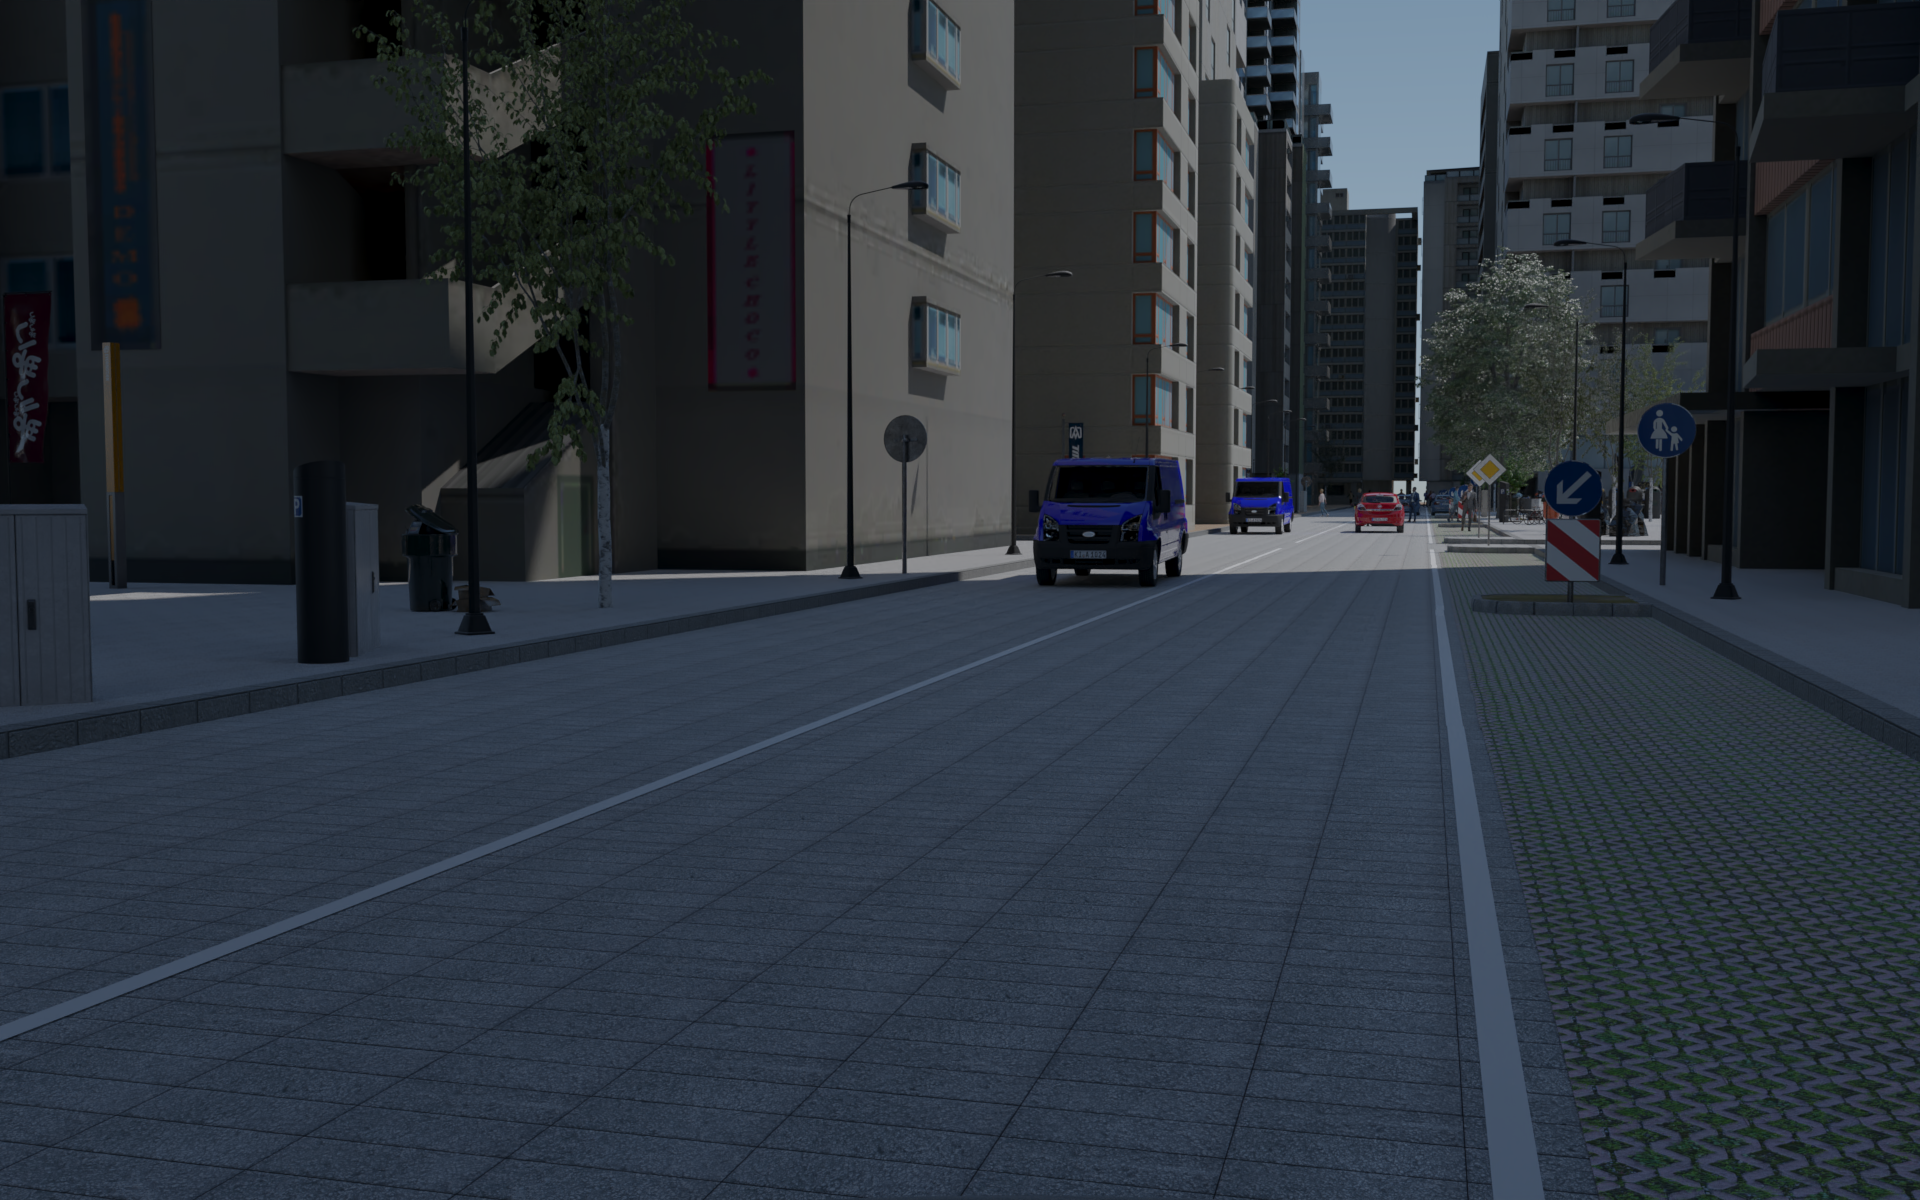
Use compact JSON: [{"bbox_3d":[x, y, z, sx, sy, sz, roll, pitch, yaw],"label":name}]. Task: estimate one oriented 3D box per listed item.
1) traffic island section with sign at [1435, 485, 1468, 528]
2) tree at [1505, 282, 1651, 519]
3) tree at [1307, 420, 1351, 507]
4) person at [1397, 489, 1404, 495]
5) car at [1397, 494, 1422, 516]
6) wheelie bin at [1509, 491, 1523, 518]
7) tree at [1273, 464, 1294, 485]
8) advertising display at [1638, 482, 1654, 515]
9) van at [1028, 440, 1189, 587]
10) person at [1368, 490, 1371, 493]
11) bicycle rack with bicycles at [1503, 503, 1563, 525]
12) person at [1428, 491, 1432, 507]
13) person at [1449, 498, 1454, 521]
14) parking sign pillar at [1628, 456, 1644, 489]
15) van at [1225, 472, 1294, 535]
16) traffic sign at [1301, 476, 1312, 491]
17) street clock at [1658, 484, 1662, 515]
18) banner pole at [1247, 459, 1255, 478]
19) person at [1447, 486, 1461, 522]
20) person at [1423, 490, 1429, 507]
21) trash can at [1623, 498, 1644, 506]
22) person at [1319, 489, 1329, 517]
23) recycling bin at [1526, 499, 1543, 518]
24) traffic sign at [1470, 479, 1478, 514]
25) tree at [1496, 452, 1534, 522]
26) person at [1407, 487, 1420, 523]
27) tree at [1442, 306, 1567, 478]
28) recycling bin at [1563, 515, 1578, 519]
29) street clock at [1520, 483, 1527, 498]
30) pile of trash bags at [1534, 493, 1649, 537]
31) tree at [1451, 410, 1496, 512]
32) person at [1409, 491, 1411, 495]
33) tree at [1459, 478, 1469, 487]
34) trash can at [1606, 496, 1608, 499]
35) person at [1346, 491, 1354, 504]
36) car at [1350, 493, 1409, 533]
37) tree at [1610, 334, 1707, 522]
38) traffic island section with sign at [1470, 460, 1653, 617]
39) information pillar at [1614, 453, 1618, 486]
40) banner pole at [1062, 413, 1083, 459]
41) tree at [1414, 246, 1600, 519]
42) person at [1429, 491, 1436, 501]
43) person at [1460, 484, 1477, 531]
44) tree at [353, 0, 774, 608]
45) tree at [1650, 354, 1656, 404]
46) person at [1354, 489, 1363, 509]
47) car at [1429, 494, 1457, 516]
[{"bbox_3d":[21.582,-4.024,74.418,1.989,1.847,2.006,1,4,15],"label":"traffic island section with sign"},{"bbox_3d":[21.333,-6.779,61.193,4.360,8.622,3.978,0,3,0],"label":"tree"},{"bbox_3d":[36.874,-13.638,173.341,4.360,8.622,3.978,0,3,0],"label":"tree"},{"bbox_3d":[32.920,-7.386,129.218,1.348,1.831,0.705,1,4,19],"label":"person"},{"bbox_3d":[29.973,-6.376,116.254,2.014,1.417,4.499,1,4,16],"label":"car"},{"bbox_3d":[29.976,-5.257,93.864,0.980,1.594,0.693,2,4,27],"label":"wheelie bin"},{"bbox_3d":[20.621,-7.154,111.562,1.663,3.219,1.824,0,3,0],"label":"tree"},{"bbox_3d":[36.548,-5.328,92.334,0.123,1.923,0.974,-2,4,-27],"label":"advertising display"},{"bbox_3d":[2.554,-1.486,28.678,2.240,2.365,5.245,1,4,14],"label":"van"},{"bbox_3d":[38.167,-9.344,161.291,0.705,1.823,1.348,-3,5,-41],"label":"person"},{"bbox_3d":[24.311,-3.628,72.693,2.925,0.926,2.852,-1,4,-15],"label":"bicycle rack with bicycles"},{"bbox_3d":[53.550,-11.528,196.913,1.348,1.831,0.705,-3,5,-40],"label":"person"},{"bbox_3d":[26.506,-4.864,93.037,0.382,1.210,0.505,-2,4,-25],"label":"person"},{"bbox_3d":[46.526,-7.997,119.217,1.447,3.967,1.447,-3,5,-41],"label":"parking sign pillar"},{"bbox_3d":[11.018,-3.601,63.259,2.240,2.365,5.245,1,4,16],"label":"van"},{"bbox_3d":[24.495,-7.493,122.613,0.768,2.556,0.104,1,4,22],"label":"traffic sign"},{"bbox_3d":[43.422,-6.272,107.109,0.471,2.002,0.358,1,4,11],"label":"street clock"},{"bbox_3d":[20.806,-8.203,124.140,0.863,3.779,0.401,1,4,16],"label":"banner pole"},{"bbox_3d":[25.136,-4.865,87.912,0.748,1.841,0.638,2,4,27],"label":"person"},{"bbox_3d":[50.747,-11.012,188.417,0.709,1.838,0.599,-1,4,-19],"label":"person"},{"bbox_3d":[22.653,-2.860,58.410,0.748,1.137,0.748,0,3,0],"label":"trash can"},{"bbox_3d":[22.502,-5.981,106.968,0.598,1.740,0.731,2,4,27],"label":"person"},{"bbox_3d":[30.876,-4.925,93.081,0.722,1.027,0.722,3,4,37],"label":"recycling bin"},{"bbox_3d":[33.594,-6.885,112.679,0.768,2.556,0.104,1,4,19],"label":"traffic sign"},{"bbox_3d":[25.125,-5.175,79.211,1.663,3.219,1.824,0,3,0],"label":"tree"},{"bbox_3d":[22.809,-4.799,87.141,0.419,1.800,0.721,-3,4,-37],"label":"person"},{"bbox_3d":[33.012,-11.429,104.998,7.486,12.596,7.792,0,3,0],"label":"tree"},{"bbox_3d":[23.650,-3.304,66.566,0.722,1.027,0.722,0,4,-1],"label":"recycling bin"},{"bbox_3d":[37.381,-6.753,114.979,0.471,2.002,0.358,3,5,44],"label":"street clock"},{"bbox_3d":[19.546,-2.680,53.576,1.912,1.369,3.447,-3,5,-40],"label":"pile of trash bags"},{"bbox_3d":[38.042,-10.613,123.881,4.737,8.622,4.395,0,3,0],"label":"tree"},{"bbox_3d":[50.609,-11.377,195.228,0.721,1.735,1.217,2,4,34],"label":"person"},{"bbox_3d":[54.872,-11.900,189.168,1.663,3.219,1.824,0,3,0],"label":"tree"},{"bbox_3d":[40.258,-5.839,107.115,0.748,1.137,0.748,0,3,0],"label":"trash can"},{"bbox_3d":[46.113,-11.979,204.447,1.348,1.812,0.705,-2,4,-33],"label":"person"},{"bbox_3d":[15.835,-3.447,65.396,2.155,1.783,4.494,1,4,13],"label":"car"},{"bbox_3d":[32.287,-7.935,80.092,4.737,8.622,4.395,0,3,0],"label":"tree"},{"bbox_3d":[7.297,-0.765,21.137,1.989,1.847,2.006,1,4,15],"label":"traffic island section with sign"},{"bbox_3d":[37.415,-6.558,98.573,0.183,3.616,0.504,-2,4,-28],"label":"information pillar"},{"bbox_3d":[3.409,-3.874,53.357,0.863,3.779,0.401,-1,4,-9],"label":"banner pole"},{"bbox_3d":[28.583,-11.255,90.678,9.857,13.997,8.962,0,3,0],"label":"tree"},{"bbox_3d":[45.430,-9.587,166.188,0.756,1.711,0.436,1,4,15],"label":"person"},{"bbox_3d":[19.495,-3.543,66.385,0.622,1.834,0.822,1,4,10],"label":"person"},{"bbox_3d":[-4.239,-4.213,19.248,4.737,8.622,4.395,0,3,0],"label":"tree"},{"bbox_3d":[28.427,-7.664,75.661,4.360,8.622,3.978,0,3,0],"label":"tree"},{"bbox_3d":[26.925,-6.514,115.216,0.699,1.804,1.509,-3,5,-44],"label":"person"},{"bbox_3d":[32.296,-6.322,115.372,2.014,1.417,4.499,1,4,14],"label":"car"}]
